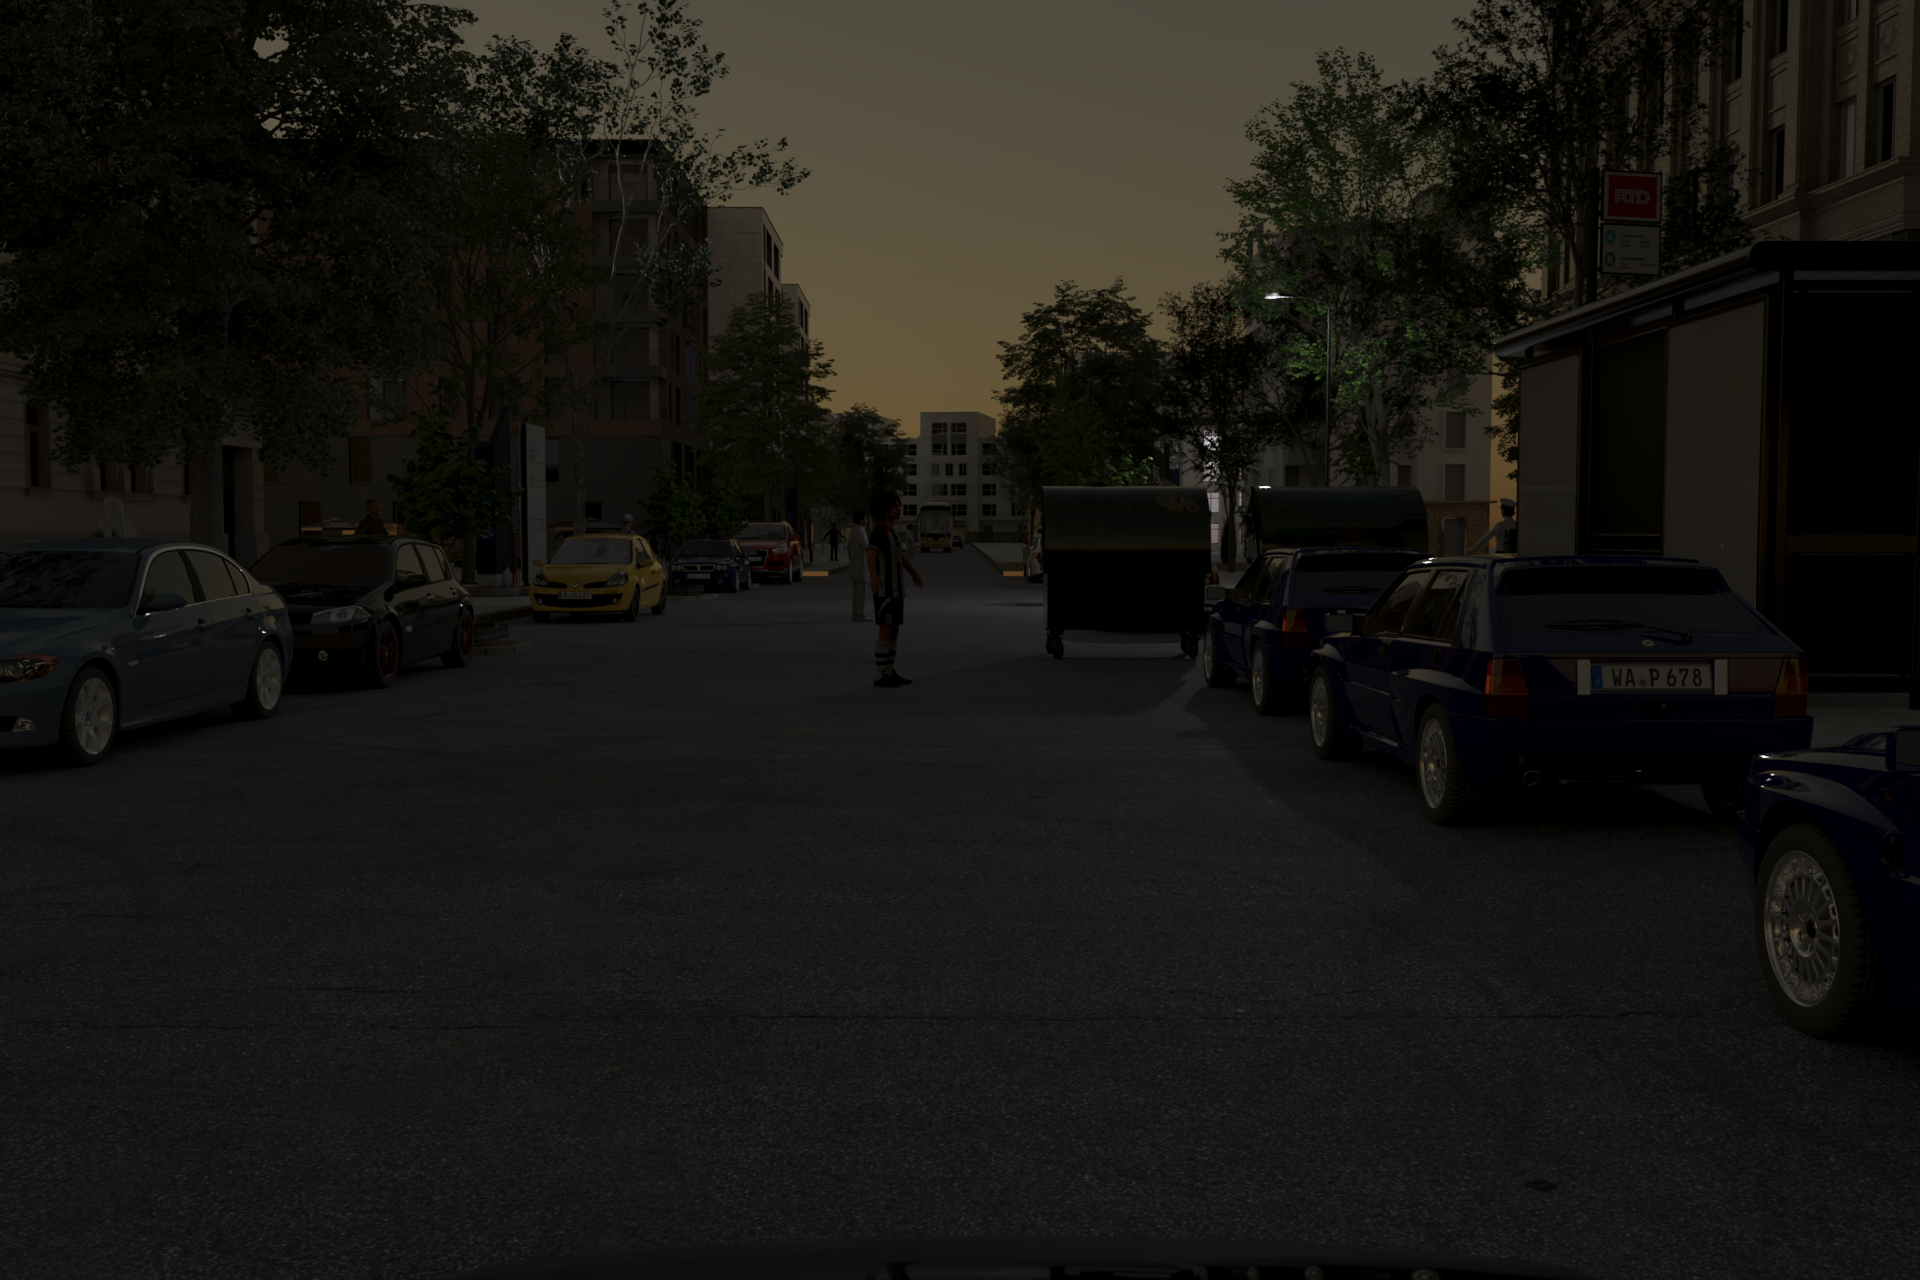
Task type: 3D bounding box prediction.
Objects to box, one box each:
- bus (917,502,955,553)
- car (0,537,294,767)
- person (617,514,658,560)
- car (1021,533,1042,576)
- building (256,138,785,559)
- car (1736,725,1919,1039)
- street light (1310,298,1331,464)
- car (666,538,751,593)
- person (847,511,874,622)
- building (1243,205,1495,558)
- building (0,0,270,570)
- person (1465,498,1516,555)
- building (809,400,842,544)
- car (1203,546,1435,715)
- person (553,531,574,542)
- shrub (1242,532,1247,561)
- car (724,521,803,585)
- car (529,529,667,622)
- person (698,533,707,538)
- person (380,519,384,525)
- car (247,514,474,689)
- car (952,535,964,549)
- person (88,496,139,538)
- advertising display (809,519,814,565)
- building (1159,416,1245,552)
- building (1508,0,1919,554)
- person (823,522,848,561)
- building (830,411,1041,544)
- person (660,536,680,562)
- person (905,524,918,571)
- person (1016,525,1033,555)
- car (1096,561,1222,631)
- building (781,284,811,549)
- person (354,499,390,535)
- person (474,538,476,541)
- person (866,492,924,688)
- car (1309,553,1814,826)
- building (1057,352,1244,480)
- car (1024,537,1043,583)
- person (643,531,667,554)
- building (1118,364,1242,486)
[{"bbox_3d":[-1.868,-8.888,136.872,2.896,3.916,12.252,0,4,0],"label":"bus"},{"bbox_3d":[-6.215,-0.011,12.177,2.014,1.417,4.499,0,4,0],"label":"car"},{"bbox_3d":[-6.791,-1.662,35.481,1.347,1.847,0.705,2,4,28],"label":"person"},{"bbox_3d":[3.035,-2.975,57.440,1.959,1.807,4.718,0,4,-1],"label":"car"},{"bbox_3d":[-26.203,-16.035,106.150,27.936,21.610,32.646,0,4,-1],"label":"building"},{"bbox_3d":[3.255,0.539,3.768,1.945,1.354,3.894,0,3,0],"label":"car"},{"bbox_3d":[7.624,-3.719,33.351,1.470,5.913,1.316,0,4,0],"label":"street light"},{"bbox_3d":[-6.255,-1.877,43.263,1.945,1.354,3.894,0,4,0],"label":"car"},{"bbox_3d":[-1.618,-1.211,28.444,0.705,1.806,1.347,-1,4,-23],"label":"person"},{"bbox_3d":[22.781,-15.283,106.302,16.016,20.090,11.380,0,4,0],"label":"building"},{"bbox_3d":[-31.434,-16.157,51.552,14.401,28.519,23.554,0,4,-1],"label":"building"},{"bbox_3d":[7.454,-1.060,23.784,1.216,1.778,0.721,-1,4,-18],"label":"person"},{"bbox_3d":[-25.834,-24.442,230.554,19.493,23.208,18.063,0,4,1],"label":"building"},{"bbox_3d":[3.186,-0.150,15.032,1.945,1.354,3.894,0,4,-1],"label":"car"},{"bbox_3d":[-18.255,-4.553,80.585,1.346,1.812,0.704,-1,4,-8],"label":"person"},{"bbox_3d":[11.433,-3.746,65.282,1.661,2.075,1.752,0,3,0],"label":"shrub"},{"bbox_3d":[-5.787,-2.579,50.837,2.281,1.827,5.304,0,4,0],"label":"car"},{"bbox_3d":[-6.119,-1.178,29.480,2.015,1.641,3.980,0,4,0],"label":"car"},{"bbox_3d":[-9.284,-3.549,64.300,1.348,1.796,0.705,2,4,25],"label":"person"},{"bbox_3d":[-18.695,-2.993,55.517,0.750,1.759,0.617,0,4,3],"label":"person"},{"bbox_3d":[-6.161,-0.459,17.293,2.009,1.686,4.222,0,3,0],"label":"car"},{"bbox_3d":[-0.551,-9.350,165.455,1.945,1.354,3.894,0,4,-1],"label":"car"},{"bbox_3d":[-10.345,-0.871,21.015,0.721,1.736,1.217,1,4,14],"label":"person"},{"bbox_3d":[-6.249,-4.137,72.858,0.123,1.923,0.974,0,4,1],"label":"advertising display"},{"bbox_3d":[20.405,-11.142,124.318,9.099,9.664,28.070,0,4,0],"label":"building"},{"bbox_3d":[26.893,-16.575,50.590,16.754,29.471,25.880,0,4,0],"label":"building"},{"bbox_3d":[-5.985,-4.685,82.539,1.347,1.837,0.705,2,4,23],"label":"person"},{"bbox_3d":[-4.286,-23.754,257.299,31.486,18.905,16.747,1,4,10],"label":"building"},{"bbox_3d":[-13.638,-4.520,80.032,1.347,1.817,0.704,0,4,0],"label":"person"},{"bbox_3d":[-1.903,-3.557,66.804,0.705,1.806,1.347,-1,4,-16],"label":"person"},{"bbox_3d":[3.425,-5.036,89.139,1.217,1.733,0.721,2,4,29],"label":"person"},{"bbox_3d":[2.902,-0.895,27.000,2.083,1.381,4.827,0,4,-1],"label":"car"},{"bbox_3d":[-27.093,-18.057,139.201,27.936,21.610,32.646,0,4,-1],"label":"building"},{"bbox_3d":[-8.744,-1.208,25.923,0.705,1.807,1.348,1,4,15],"label":"person"},{"bbox_3d":[-18.782,-3.585,67.885,0.991,1.433,0.599,-2,4,-30],"label":"person"},{"bbox_3d":[-0.650,-0.472,16.320,0.704,1.843,1.345,1,4,16],"label":"person"},{"bbox_3d":[3.156,0.166,9.858,1.945,1.354,3.894,0,4,-1],"label":"car"},{"bbox_3d":[25.469,-22.436,210.803,27.936,21.610,32.646,0,4,0],"label":"building"},{"bbox_3d":[2.973,-2.417,51.874,2.083,1.381,4.827,0,4,0],"label":"car"},{"bbox_3d":[-13.774,-4.386,77.894,1.347,1.806,0.705,-2,4,-35],"label":"person"},{"bbox_3d":[22.434,-20.315,188.571,16.016,20.090,11.380,0,4,0],"label":"building"}]
